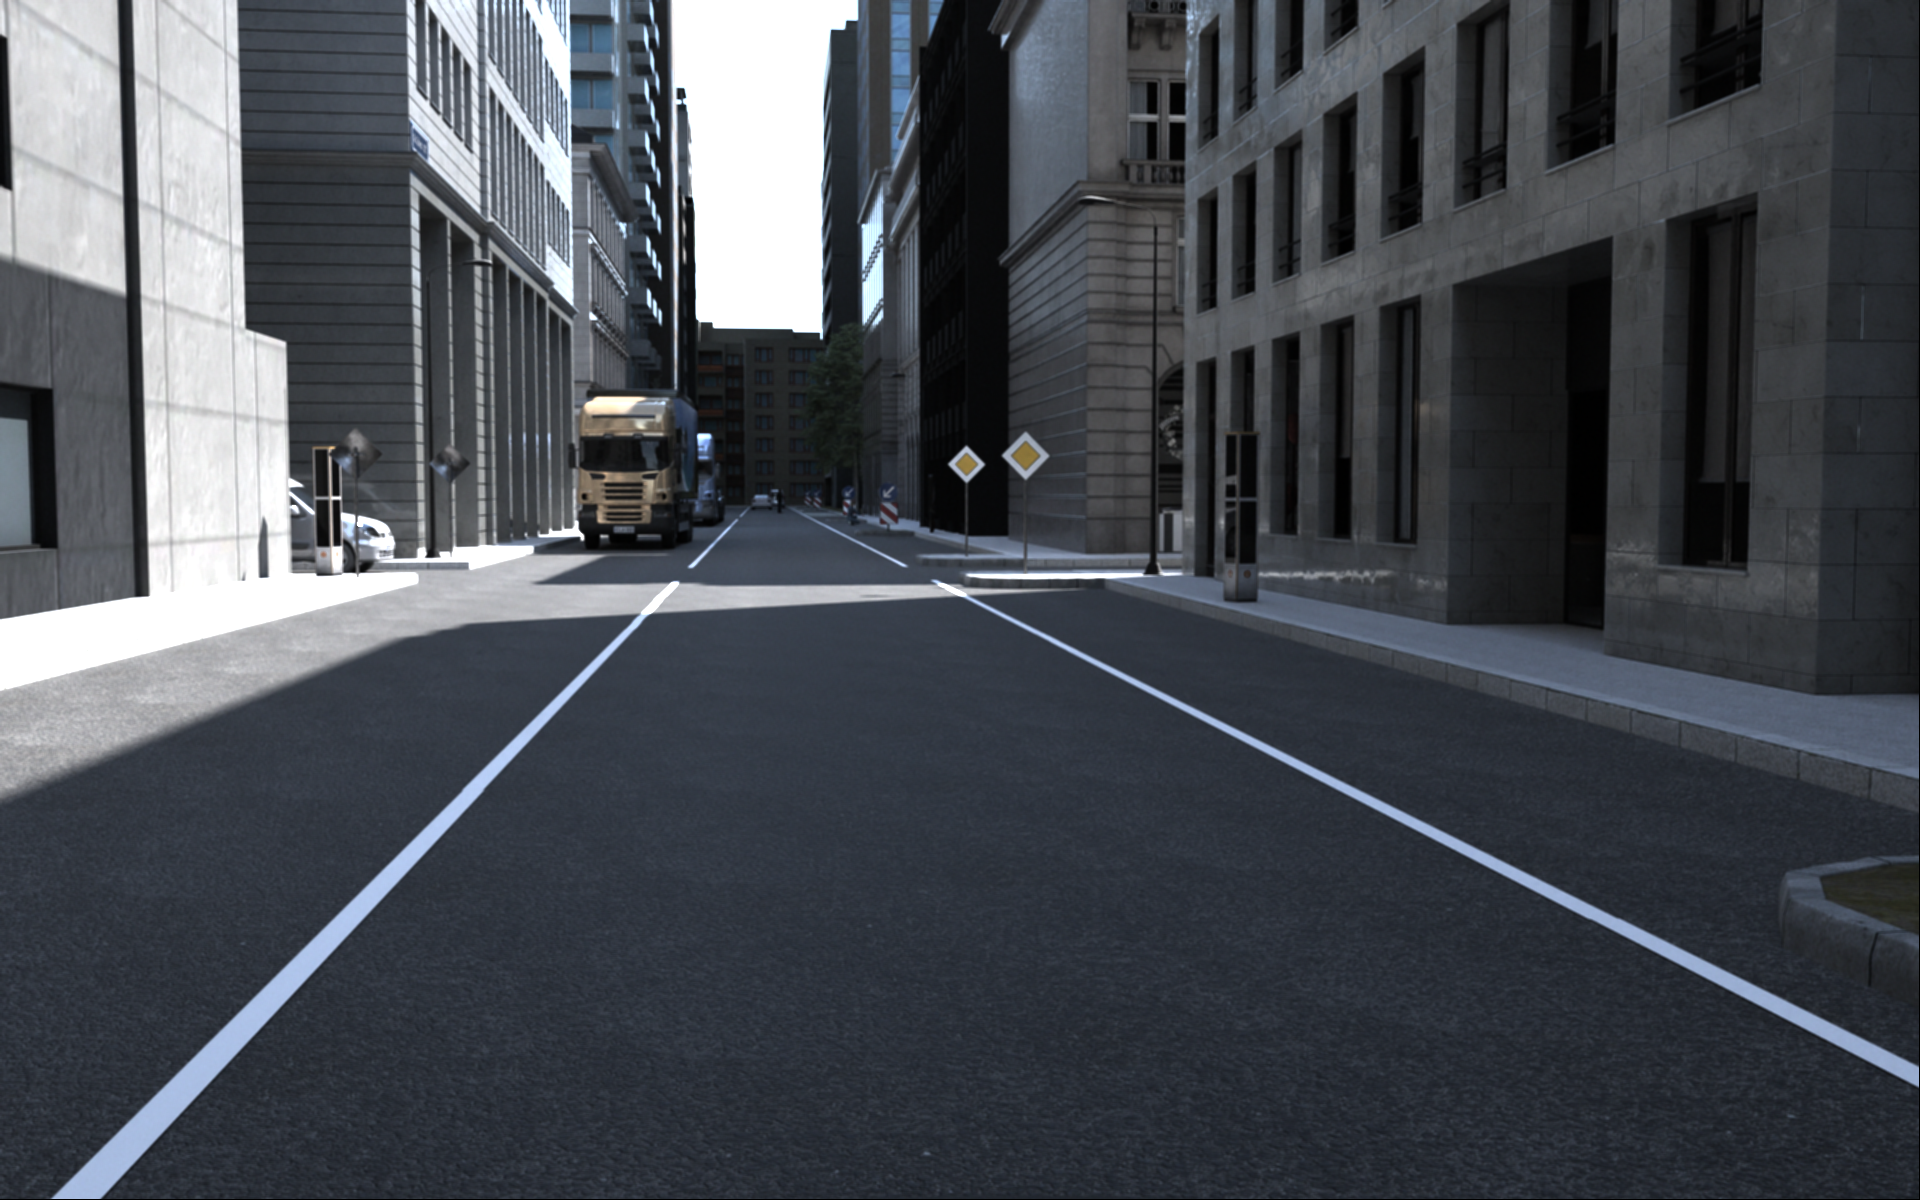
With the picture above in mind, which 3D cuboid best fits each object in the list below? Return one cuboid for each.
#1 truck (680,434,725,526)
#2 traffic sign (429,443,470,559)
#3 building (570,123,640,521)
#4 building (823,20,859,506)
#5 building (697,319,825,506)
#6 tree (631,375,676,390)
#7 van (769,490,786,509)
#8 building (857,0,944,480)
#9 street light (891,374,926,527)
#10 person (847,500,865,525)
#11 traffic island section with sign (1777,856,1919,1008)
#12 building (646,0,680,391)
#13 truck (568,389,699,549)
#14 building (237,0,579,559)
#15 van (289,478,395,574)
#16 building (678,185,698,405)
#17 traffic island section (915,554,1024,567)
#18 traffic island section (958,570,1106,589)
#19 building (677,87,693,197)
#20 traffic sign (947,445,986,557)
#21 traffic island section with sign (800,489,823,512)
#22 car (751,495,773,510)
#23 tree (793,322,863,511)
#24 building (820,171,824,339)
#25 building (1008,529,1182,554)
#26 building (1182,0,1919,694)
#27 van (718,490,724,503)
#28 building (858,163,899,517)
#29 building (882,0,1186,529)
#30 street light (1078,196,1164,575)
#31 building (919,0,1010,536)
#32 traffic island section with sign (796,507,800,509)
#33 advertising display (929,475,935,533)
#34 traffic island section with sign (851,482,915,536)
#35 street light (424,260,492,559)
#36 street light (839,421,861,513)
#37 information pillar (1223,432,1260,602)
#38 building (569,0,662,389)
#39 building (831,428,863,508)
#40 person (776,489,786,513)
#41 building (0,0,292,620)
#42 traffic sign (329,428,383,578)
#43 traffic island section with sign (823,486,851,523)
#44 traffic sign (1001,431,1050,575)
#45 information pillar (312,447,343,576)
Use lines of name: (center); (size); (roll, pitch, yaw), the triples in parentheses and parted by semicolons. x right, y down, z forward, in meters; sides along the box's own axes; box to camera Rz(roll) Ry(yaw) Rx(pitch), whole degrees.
truck: (-12.816, -5.729, 83.423); (2.967, 4.110, 18.799); (0, 4, -6)
traffic sign: (-10.098, -1.876, 34.315); (0.795, 2.450, 0.064); (0, 4, -6)
building: (-21.949, -14.162, 82.464); (10.553, 20.767, 40.483); (0, 4, -6)
building: (-2.816, -33.772, 175.867); (21.300, 48.544, 21.600); (0, 4, -6)
building: (-30.983, -22.049, 205.534); (28.899, 21.520, 27.650); (0, 4, -6)
tree: (-19.252, -9.590, 107.165); (4.360, 8.622, 3.978); (0, 3, 0)
van: (-18.285, -10.121, 172.495); (2.013, 2.044, 4.112); (0, 4, -7)
building: (-0.141, -29.117, 126.166); (14.600, 45.320, 14.200); (0, 4, -6)
street light: (-1.958, -5.779, 67.034); (1.470, 5.913, 1.316); (0, 4, -6)
person: (-4.881, -4.008, 79.530); (0.738, 1.151, 1.012); (-1, 4, -23)
traffic island section with sign: (3.635, 0.215, 5.111); (1.989, 1.847, 2.006); (0, 4, -6)
building: (-30.912, -30.273, 145.075); (14.600, 45.320, 14.200); (0, 4, -6)
truck: (-8.928, -3.653, 48.640); (2.839, 4.237, 11.283); (0, 4, -5)
building: (-17.752, -16.506, 47.362); (11.434, 29.767, 29.804); (0, 4, -6)
van: (-12.281, -1.466, 30.978); (4.112, 2.044, 2.013); (0, 4, -5)
building: (-31.727, -23.793, 160.716); (14.160, 30.474, 14.107); (0, 4, -6)
traffic island section: (0.154, -0.811, 35.538); (2.009, 0.180, 2.903); (0, 4, -6)
traffic island section: (1.060, -0.326, 27.604); (2.009, 0.180, 2.903); (0, 4, -6)
building: (-34.091, -30.107, 175.840); (14.086, 41.232, 14.154); (0, 4, -6)
traffic sign: (0.132, -1.946, 35.458); (0.795, 2.450, 0.064); (0, 4, -6)
traffic island section with sign: (-11.417, -7.846, 136.914); (1.989, 1.847, 2.006); (0, 4, -6)
car: (-18.120, -8.937, 158.485); (2.083, 1.381, 4.827); (0, 4, -6)
tree: (-7.349, -12.036, 114.912); (7.486, 12.596, 7.792); (0, 3, 0)
building: (-8.962, -31.678, 201.525); (14.086, 41.232, 14.154); (0, 4, -6)
building: (13.483, -12.328, 43.367); (24.055, 21.916, 13.314); (0, 4, -6)
building: (9.659, -10.066, 19.332); (10.420, 20.320, 16.860); (0, 4, -6)
van: (-21.962, -8.978, 153.809); (2.013, 2.044, 4.112); (0, 4, -8)
building: (-0.609, -15.464, 101.982); (9.793, 20.994, 18.267); (0, 4, -6)
building: (3.821, -14.642, 81.200); (13.314, 21.916, 24.055); (0, 4, -6)
street light: (2.533, -3.347, 27.266); (1.470, 5.913, 1.316); (0, 4, -6)
building: (5.424, -14.115, 60.461); (12.332, 23.373, 15.834); (0, 4, -6)
traffic island section with sign: (-14.579, -9.534, 164.504); (1.989, 1.847, 2.006); (0, 4, -6)
advertising display: (-0.931, -3.214, 57.766); (0.123, 1.923, 0.974); (0, 4, 5)
traffic island section with sign: (-2.636, -3.143, 60.020); (1.989, 1.847, 2.006); (0, 4, -6)
street light: (-9.971, -3.786, 34.435); (1.470, 5.913, 1.316); (0, 4, -6)
street light: (-6.985, -8.422, 110.245); (1.470, 5.913, 1.316); (0, 4, -6)
information pillar: (3.347, -0.986, 20.607); (0.304, 2.012, 0.304); (-2, 4, -23)
building: (-32.900, -30.746, 122.304); (23.786, 49.044, 30.456); (0, 4, -6)
building: (0.588, -51.132, 148.675); (22.319, 86.520, 31.000); (0, 4, -6)
person: (-13.610, -7.491, 130.995); (0.705, 1.821, 1.348); (-3, 4, -36)
building: (-19.908, -35.250, 14.597); (20.611, 71.187, 20.563); (0, 4, -6)
traffic sign: (-9.192, -1.391, 26.381); (0.795, 2.450, 0.064); (0, 4, -6)
traffic island section with sign: (-5.706, -4.783, 86.832); (1.989, 1.847, 2.006); (0, 4, -6)
traffic sign: (1.038, -1.461, 27.524); (0.795, 2.450, 0.064); (0, 4, -6)
information pillar: (-9.899, -1.384, 27.127); (0.304, 2.012, 0.304); (1, 4, 13)
